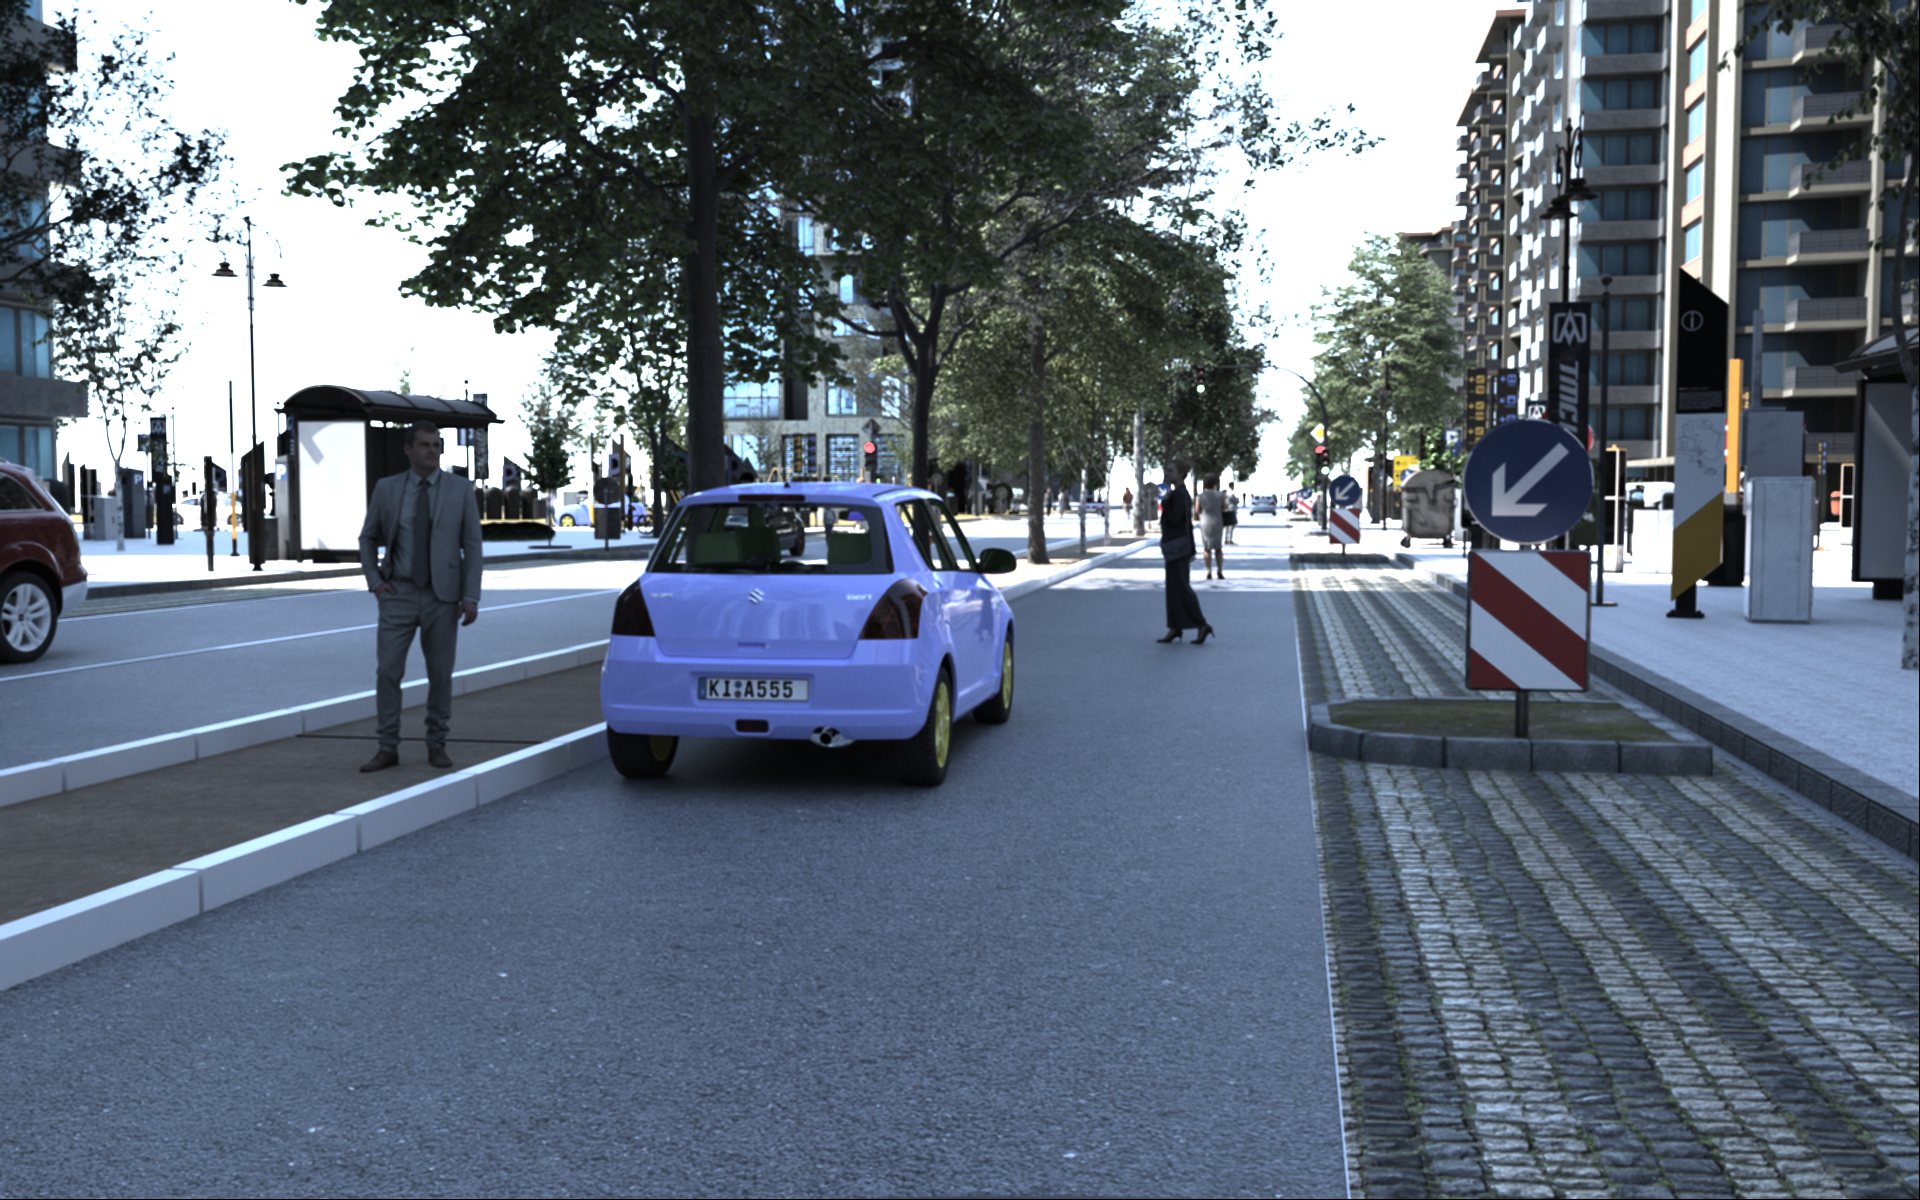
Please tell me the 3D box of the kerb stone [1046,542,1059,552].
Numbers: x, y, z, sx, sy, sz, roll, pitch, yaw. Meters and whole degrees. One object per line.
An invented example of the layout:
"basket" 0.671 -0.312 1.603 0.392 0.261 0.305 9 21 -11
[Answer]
"kerb stone" 2.334 -1.340 44.126 0.120 0.150 1.000 1 4 11

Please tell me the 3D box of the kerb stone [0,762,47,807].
"kerb stone" -4.441 0.881 7.794 0.120 0.150 1.000 1 4 11

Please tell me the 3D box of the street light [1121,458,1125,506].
"street light" 17.501 -13.032 185.856 0.468 5.910 1.993 1 4 11

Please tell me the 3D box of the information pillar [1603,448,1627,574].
"information pillar" 10.566 -1.440 28.039 0.304 2.012 0.304 -3 5 -44

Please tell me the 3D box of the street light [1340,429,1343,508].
"street light" 22.782 -7.974 103.167 0.468 5.910 1.993 1 4 11

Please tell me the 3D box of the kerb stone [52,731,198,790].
"kerb stone" -4.254 0.821 8.812 0.120 0.150 1.000 1 4 11

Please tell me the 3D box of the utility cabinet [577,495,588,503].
"utility cabinet" -25.153 -6.377 115.426 1.020 1.237 0.306 -1 4 -14

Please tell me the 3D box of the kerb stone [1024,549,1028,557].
"kerb stone" 1.394 -1.033 39.089 0.120 0.150 1.000 1 4 11

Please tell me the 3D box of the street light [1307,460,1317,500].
"street light" 44.139 -14.943 217.109 0.468 5.910 1.993 1 4 11

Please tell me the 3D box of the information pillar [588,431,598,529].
"information pillar" -13.753 -4.481 64.626 0.183 3.616 0.504 -2 4 -24

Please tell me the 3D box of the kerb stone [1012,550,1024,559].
"kerb stone" 1.212 -0.972 38.083 0.120 0.150 1.000 1 4 11

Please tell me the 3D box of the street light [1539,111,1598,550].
"street light" 7.486 -2.976 21.450 0.468 5.910 1.993 1 4 11

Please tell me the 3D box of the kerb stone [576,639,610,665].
"kerb stone" -3.123 0.449 14.860 0.120 0.150 1.000 1 4 11

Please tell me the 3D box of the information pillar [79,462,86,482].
"information pillar" -63.410 -8.190 125.262 0.504 3.616 0.183 -3 4 -37

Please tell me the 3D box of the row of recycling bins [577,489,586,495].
"row of recycling bins" -33.137 -8.865 152.058 1.069 1.692 3.534 -1 4 -19

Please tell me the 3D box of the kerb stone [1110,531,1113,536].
"kerb stone" 4.962 -2.204 58.232 0.120 0.150 1.000 1 4 11

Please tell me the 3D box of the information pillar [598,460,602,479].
"information pillar" -23.680 -7.397 112.291 0.504 3.616 0.183 -1 4 -15

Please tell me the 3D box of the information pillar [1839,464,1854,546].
"information pillar" 21.818 -2.329 42.565 0.304 2.012 0.304 2 4 31

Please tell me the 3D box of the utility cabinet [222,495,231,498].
"utility cabinet" -41.098 -5.304 97.882 0.306 1.237 1.020 3 5 43

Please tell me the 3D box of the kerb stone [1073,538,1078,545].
"kerb stone" 3.081 -1.588 48.160 0.120 0.150 1.000 1 4 11

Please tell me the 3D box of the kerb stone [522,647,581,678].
"kerb stone" -3.308 0.515 13.855 0.120 0.150 1.000 1 4 11

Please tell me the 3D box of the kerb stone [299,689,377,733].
"kerb stone" -3.870 0.697 10.826 0.120 0.150 1.000 1 4 11

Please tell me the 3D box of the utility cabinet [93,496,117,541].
"utility cabinet" -23.747 -2.263 48.159 0.306 1.237 1.020 0 4 -8

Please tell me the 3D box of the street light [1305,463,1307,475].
"street light" 52.032 -17.577 260.165 0.468 5.910 1.993 1 4 11

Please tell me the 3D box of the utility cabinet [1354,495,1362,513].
"utility cabinet" 26.195 -6.357 115.106 1.020 1.237 0.306 0 4 2

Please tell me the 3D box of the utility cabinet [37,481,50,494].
"utility cabinet" -14.848 -1.154 27.544 1.173 1.500 0.318 3 5 40

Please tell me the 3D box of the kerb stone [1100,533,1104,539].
"kerb stone" 4.392 -2.019 55.199 0.120 0.150 1.000 1 4 11

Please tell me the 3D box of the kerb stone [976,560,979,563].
"kerb stone" 0.453 -0.724 34.055 0.120 0.150 1.000 1 4 11

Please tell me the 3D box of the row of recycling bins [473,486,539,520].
"row of recycling bins" -22.937 -4.886 86.994 3.534 1.692 1.069 -2 4 -26

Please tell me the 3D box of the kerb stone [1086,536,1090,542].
"kerb stone" 3.646 -1.772 51.174 0.120 0.150 1.000 1 4 11

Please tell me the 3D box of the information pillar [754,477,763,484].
"information pillar" -8.534 -4.216 73.423 0.304 2.012 0.304 3 5 44

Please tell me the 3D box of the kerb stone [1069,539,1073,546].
"kerb stone" 2.894 -1.526 47.148 0.120 0.150 1.000 1 4 11

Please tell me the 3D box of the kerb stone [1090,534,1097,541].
"kerb stone" 4.017 -1.895 53.185 0.120 0.150 1.000 1 4 11

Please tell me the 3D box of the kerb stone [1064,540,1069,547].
"kerb stone" 2.706 -1.464 46.137 0.120 0.150 1.000 1 4 11

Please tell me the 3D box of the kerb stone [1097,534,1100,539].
"kerb stone" 4.198 -1.957 54.192 0.120 0.150 1.000 1 4 11

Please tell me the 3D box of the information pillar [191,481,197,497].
"information pillar" -43.914 -5.802 99.349 0.304 2.012 0.304 -2 4 -24

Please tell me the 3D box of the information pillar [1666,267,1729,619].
"information pillar" 7.609 -1.620 17.845 0.504 3.616 0.183 2 4 32

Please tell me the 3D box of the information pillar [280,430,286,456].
"information pillar" -21.565 -3.937 55.725 0.504 3.616 0.183 -1 4 -16

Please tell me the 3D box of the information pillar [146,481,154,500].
"information pillar" -45.593 -5.688 97.491 0.304 2.012 0.304 2 4 34

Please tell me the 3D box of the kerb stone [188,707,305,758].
"kerb stone" -4.060 0.759 9.816 0.120 0.150 1.000 1 4 11

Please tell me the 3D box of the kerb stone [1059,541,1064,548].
"kerb stone" 2.512 -1.402 45.133 0.120 0.150 1.000 1 4 11

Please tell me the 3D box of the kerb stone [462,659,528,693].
"kerb stone" -3.498 0.576 12.845 0.120 0.150 1.000 1 4 11

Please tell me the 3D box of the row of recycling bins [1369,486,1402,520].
"row of recycling bins" 22.546 -5.177 91.758 1.069 1.692 3.534 0 4 -1

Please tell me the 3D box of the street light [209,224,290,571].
"street light" -11.773 -3.429 28.850 0.468 5.910 1.993 1 4 11

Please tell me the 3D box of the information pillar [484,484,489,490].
"information pillar" -35.314 -7.624 129.149 0.304 2.012 0.304 -2 4 -28

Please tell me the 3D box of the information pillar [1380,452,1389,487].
"information pillar" 23.181 -6.326 94.787 0.504 3.616 0.183 0 4 -2

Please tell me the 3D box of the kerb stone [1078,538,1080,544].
"kerb stone" 3.269 -1.649 49.165 0.120 0.150 1.000 1 4 11

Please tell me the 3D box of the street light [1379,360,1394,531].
"street light" 14.692 -5.319 59.761 0.468 5.910 1.993 1 4 11

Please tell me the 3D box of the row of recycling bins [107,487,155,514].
"row of recycling bins" -50.187 -5.972 104.757 1.069 1.692 3.534 1 4 13

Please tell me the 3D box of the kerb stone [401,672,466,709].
"kerb stone" -3.682 0.633 11.839 0.120 0.150 1.000 1 4 11

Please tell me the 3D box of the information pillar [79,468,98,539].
"information pillar" -24.684 -2.731 49.139 0.304 2.012 0.304 2 4 30

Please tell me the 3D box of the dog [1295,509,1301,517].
"dog" 20.744 -5.319 106.247 0.540 0.507 0.406 2 4 30

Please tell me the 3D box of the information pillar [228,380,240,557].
"information pillar" -14.825 -2.688 35.298 0.183 3.616 0.504 -1 4 -22
